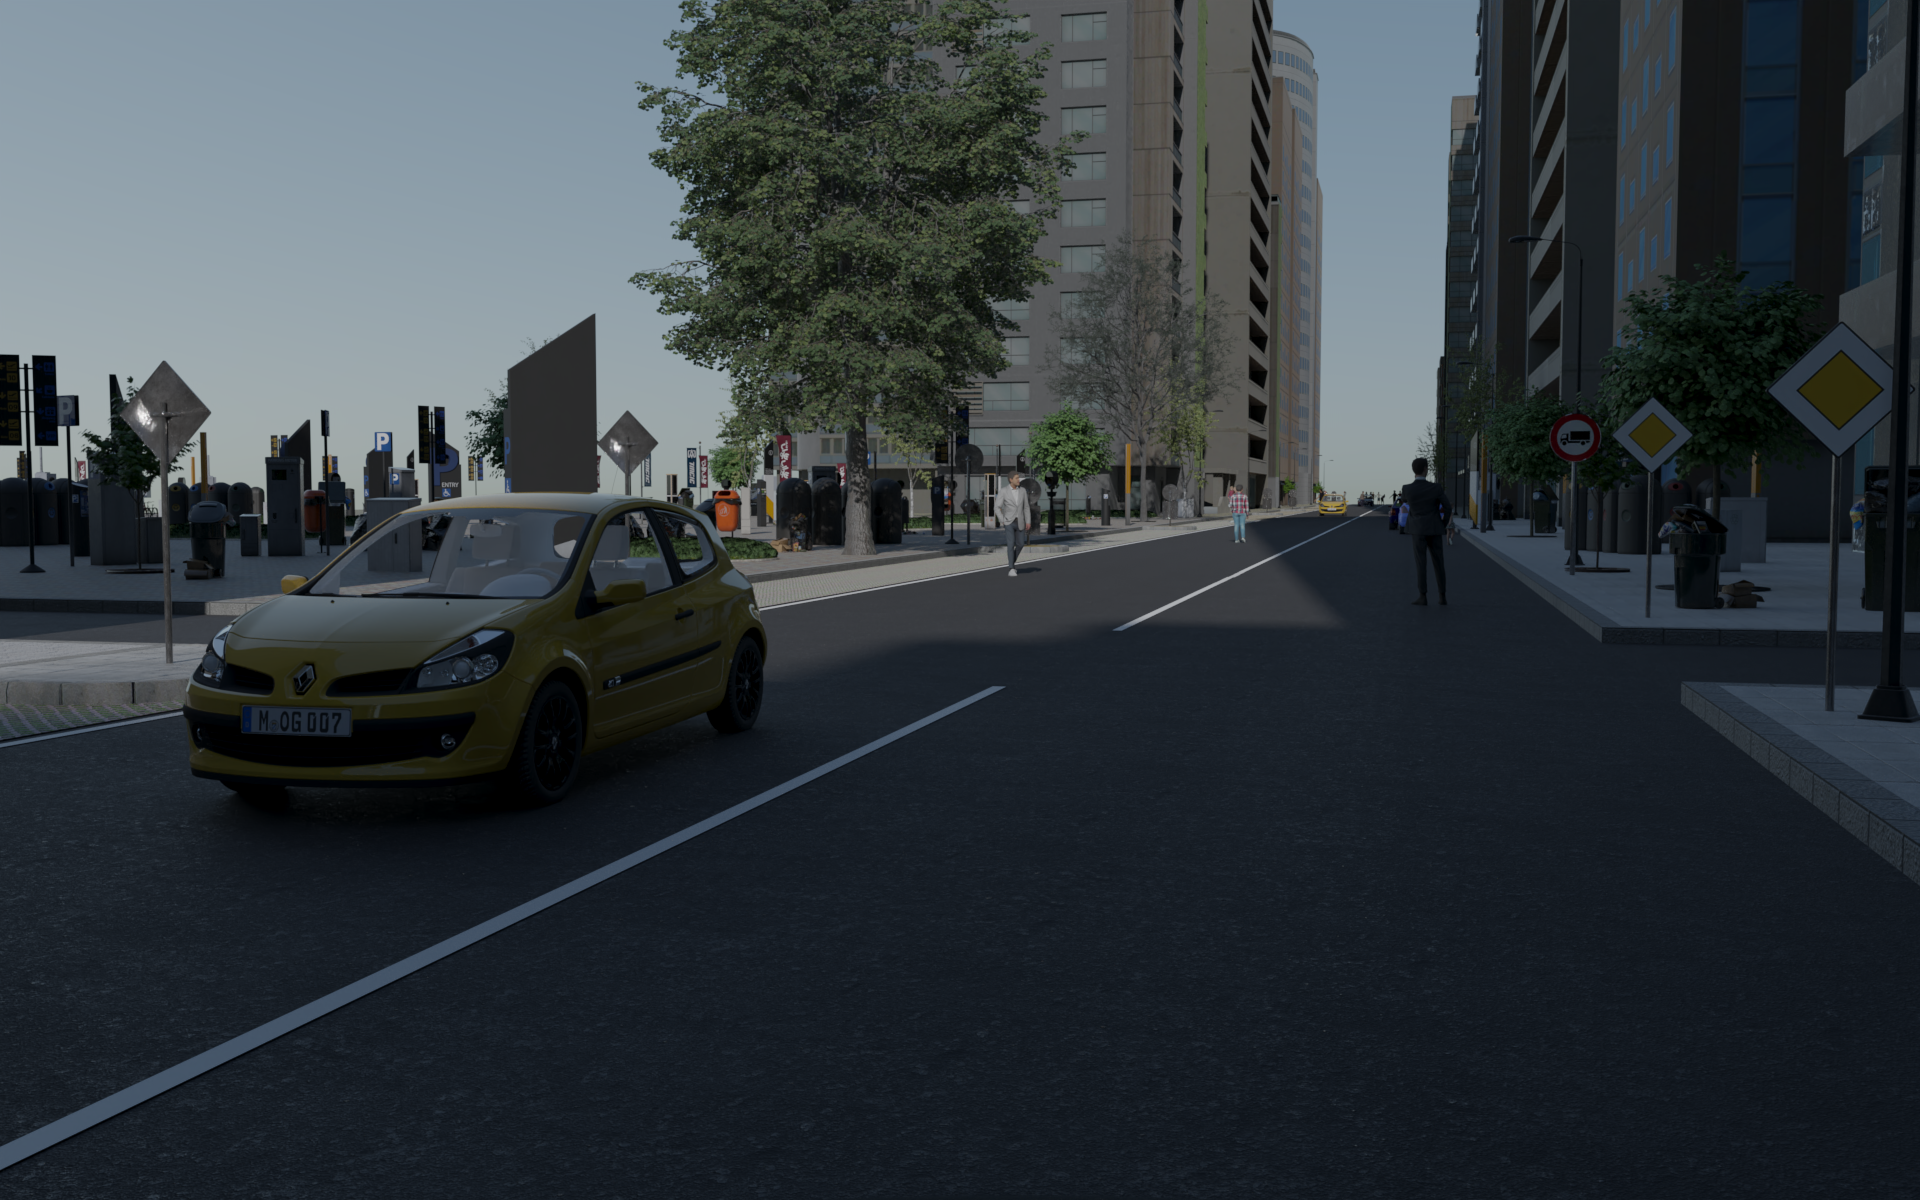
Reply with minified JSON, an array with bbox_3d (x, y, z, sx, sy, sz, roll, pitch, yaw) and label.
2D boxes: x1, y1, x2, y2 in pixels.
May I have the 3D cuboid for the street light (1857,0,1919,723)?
[{"bbox_3d":[4.788,-2.282,9.847,1.470,5.913,1.316,1,4,14],"label":"street light"}]

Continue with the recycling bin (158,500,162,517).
[{"bbox_3d":[-35.797,-4.029,78.420,0.722,1.027,0.722,-3,5,-43],"label":"recycling bin"}]

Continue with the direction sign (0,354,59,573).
[{"bbox_3d":[-15.166,-2.215,28.216,0.876,3.537,0.379,-1,4,-20],"label":"direction sign"}]

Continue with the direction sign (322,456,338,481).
[{"bbox_3d":[-37.335,-6.772,102.723,0.876,3.537,0.379,-2,4,-27],"label":"direction sign"}]

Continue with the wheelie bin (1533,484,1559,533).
[{"bbox_3d":[19.117,-2.981,56.647,0.693,1.594,0.980,3,5,42],"label":"wheelie bin"}]

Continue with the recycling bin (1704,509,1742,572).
[{"bbox_3d":[12.466,-0.994,28.800,0.722,1.027,0.722,-1,4,-21],"label":"recycling bin"}]

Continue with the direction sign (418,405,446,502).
[{"bbox_3d":[-13.576,-3.217,44.593,0.379,3.537,0.876,2,4,31],"label":"direction sign"}]

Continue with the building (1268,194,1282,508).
[{"bbox_3d":[22.369,-23.858,161.783,14.160,30.474,14.107,1,4,14],"label":"building"}]

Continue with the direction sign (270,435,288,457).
[{"bbox_3d":[-26.054,-4.549,66.376,0.876,3.537,0.379,2,4,26],"label":"direction sign"}]

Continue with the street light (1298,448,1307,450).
[{"bbox_3d":[34.489,-12.429,175.751,1.470,5.913,1.316,1,4,14],"label":"street light"}]

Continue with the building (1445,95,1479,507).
[{"bbox_3d":[57.777,-30.331,179.499,14.154,41.232,14.086,1,4,14],"label":"building"}]

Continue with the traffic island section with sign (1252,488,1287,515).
[{"bbox_3d":[20.784,-6.622,116.899,1.989,1.847,2.006,1,4,14],"label":"traffic island section with sign"}]

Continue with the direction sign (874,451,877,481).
[{"bbox_3d":[-4.477,-6.086,91.509,0.379,3.537,0.876,0,4,5],"label":"direction sign"}]

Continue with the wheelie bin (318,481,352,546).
[{"bbox_3d":[-15.741,-2.169,43.366,0.980,1.594,0.693,-1,4,-17],"label":"wheelie bin"}]

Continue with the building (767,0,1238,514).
[{"bbox_3d":[3.220,-26.383,123.246,32.217,40.220,23.993,1,4,14],"label":"building"}]

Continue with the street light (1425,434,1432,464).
[{"bbox_3d":[37.004,-9.896,134.343,1.470,5.913,1.316,1,4,14],"label":"street light"}]

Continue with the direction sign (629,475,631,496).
[{"bbox_3d":[-12.185,-4.403,63.986,0.379,3.537,0.876,0,3,0],"label":"direction sign"}]

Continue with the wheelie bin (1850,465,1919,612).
[{"bbox_3d":[10.324,-0.681,19.046,0.980,1.594,0.693,2,4,28],"label":"wheelie bin"}]

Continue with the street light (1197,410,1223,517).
[{"bbox_3d":[13.807,-7.528,95.625,1.470,5.913,1.316,1,4,14],"label":"street light"}]

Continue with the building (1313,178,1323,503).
[{"bbox_3d":[42.737,-36.104,240.410,14.600,45.320,14.200,1,4,14],"label":"building"}]

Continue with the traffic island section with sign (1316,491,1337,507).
[{"bbox_3d":[41.655,-11.563,197.688,1.989,1.847,2.006,1,4,14],"label":"traffic island section with sign"}]

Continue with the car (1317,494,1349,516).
[{"bbox_3d":[24.456,-6.315,113.481,2.015,1.641,3.980,1,4,15],"label":"car"}]

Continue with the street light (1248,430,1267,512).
[{"bbox_3d":[21.391,-9.326,125.024,1.470,5.913,1.316,1,4,14],"label":"street light"}]

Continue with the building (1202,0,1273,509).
[{"bbox_3d":[14.193,-31.802,143.667,21.300,48.544,21.600,1,4,14],"label":"building"}]

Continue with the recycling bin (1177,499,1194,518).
[{"bbox_3d":[12.159,-4.954,93.544,0.722,1.027,0.722,-1,4,-19],"label":"recycling bin"}]

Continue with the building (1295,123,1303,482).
[{"bbox_3d":[31.607,-33.548,198.621,14.600,45.320,14.200,1,4,14],"label":"building"}]

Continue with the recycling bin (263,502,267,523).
[{"bbox_3d":[-21.279,-2.548,54.218,0.722,1.027,0.722,2,4,30],"label":"recycling bin"}]

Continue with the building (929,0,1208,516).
[{"bbox_3d":[6.785,-25.621,102.491,14.154,41.232,14.086,1,4,14],"label":"building"}]

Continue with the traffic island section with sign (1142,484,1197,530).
[{"bbox_3d":[8.363,-3.680,68.799,1.989,1.847,2.006,1,4,14],"label":"traffic island section with sign"}]

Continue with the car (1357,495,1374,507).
[{"bbox_3d":[46.874,-11.464,200.016,1.945,1.354,3.894,1,4,16],"label":"car"}]

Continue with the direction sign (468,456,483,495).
[{"bbox_3d":[-28.721,-6.774,102.759,0.876,3.537,0.379,0,4,-2],"label":"direction sign"}]

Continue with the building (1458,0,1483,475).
[{"bbox_3d":[54.503,-32.090,144.285,23.786,49.044,30.456,1,4,14],"label":"building"}]

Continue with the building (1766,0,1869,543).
[{"bbox_3d":[27.207,-24.432,49.570,14.600,45.320,14.200,1,4,14],"label":"building"}]

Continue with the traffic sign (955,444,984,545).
[{"bbox_3d":[0.217,-2.675,43.850,0.768,2.556,0.104,1,4,17],"label":"traffic sign"}]

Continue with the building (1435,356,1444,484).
[{"bbox_3d":[77.072,-23.395,227.539,27.650,21.520,28.899,1,4,14],"label":"building"}]

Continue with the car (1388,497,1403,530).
[{"bbox_3d":[18.409,-3.545,70.538,1.945,1.354,3.894,1,4,16],"label":"car"}]

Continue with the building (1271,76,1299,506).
[{"bbox_3d":[27.639,-32.671,184.288,14.600,45.320,14.200,1,4,14],"label":"building"}]

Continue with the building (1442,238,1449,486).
[{"bbox_3d":[61.579,-25.863,194.568,14.160,30.474,14.107,1,4,14],"label":"building"}]

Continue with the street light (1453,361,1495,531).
[{"bbox_3d":[18.039,-5.386,60.602,1.470,5.913,1.316,1,4,14],"label":"street light"}]

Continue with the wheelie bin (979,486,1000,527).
[{"bbox_3d":[1.146,-3.582,66.468,0.693,1.594,0.980,-2,4,-34],"label":"wheelie bin"}]

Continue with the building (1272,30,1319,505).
[{"bbox_3d":[33.832,-41.495,220.439,21.231,58.520,28.212,1,4,14],"label":"building"}]

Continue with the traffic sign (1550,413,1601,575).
[{"bbox_3d":[9.689,-1.665,27.330,0.768,2.556,0.104,1,4,16],"label":"traffic sign"}]

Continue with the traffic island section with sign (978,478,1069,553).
[{"bbox_3d":[1.629,-2.084,42.695,1.989,1.847,2.006,1,4,14],"label":"traffic island section with sign"}]

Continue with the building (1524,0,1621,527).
[{"bbox_3d":[36.357,-27.530,73.815,21.300,48.544,21.600,1,4,14],"label":"building"}]

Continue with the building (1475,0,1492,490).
[{"bbox_3d":[45.841,-35.106,115.988,21.231,58.520,28.212,1,4,14],"label":"building"}]

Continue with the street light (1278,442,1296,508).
[{"bbox_3d":[29.054,-11.127,154.474,1.470,5.913,1.316,1,4,14],"label":"street light"}]

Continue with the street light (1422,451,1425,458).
[{"bbox_3d":[44.894,-11.740,164.491,1.470,5.913,1.316,1,4,14],"label":"street light"}]

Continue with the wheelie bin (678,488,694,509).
[{"bbox_3d":[-13.941,-4.913,88.234,0.693,1.594,0.980,2,4,34],"label":"wheelie bin"}]

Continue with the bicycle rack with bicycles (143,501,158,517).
[{"bbox_3d":[-40.410,-4.365,84.754,2.852,0.926,2.925,1,4,18],"label":"bicycle rack with bicycles"}]

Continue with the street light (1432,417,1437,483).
[{"bbox_3d":[29.302,-8.050,104.165,1.470,5.913,1.316,1,4,14],"label":"street light"}]

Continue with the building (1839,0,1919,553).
[{"bbox_3d":[29.864,-24.771,24.611,30.456,49.044,23.786,1,4,14],"label":"building"}]

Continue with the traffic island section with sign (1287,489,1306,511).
[{"bbox_3d":[27.527,-8.219,143.000,1.989,1.847,2.006,1,4,14],"label":"traffic island section with sign"}]

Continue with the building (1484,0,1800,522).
[{"bbox_3d":[36.916,-27.283,96.187,14.600,45.320,14.200,1,4,14],"label":"building"}]

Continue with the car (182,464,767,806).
[{"bbox_3d":[-2.403,0.055,9.320,2.015,1.641,3.980,1,4,13],"label":"car"}]

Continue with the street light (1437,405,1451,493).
[{"bbox_3d":[25.838,-7.218,90.550,1.470,5.913,1.316,1,4,14],"label":"street light"}]

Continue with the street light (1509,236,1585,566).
[{"bbox_3d":[10.557,-3.586,31.177,1.470,5.913,1.316,1,4,14],"label":"street light"}]

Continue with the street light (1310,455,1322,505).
[{"bbox_3d":[42.287,-14.262,205.732,1.470,5.913,1.316,1,4,14],"label":"street light"}]

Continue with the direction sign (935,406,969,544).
[{"bbox_3d":[-0.205,-3.209,44.456,0.876,3.537,0.379,0,3,0],"label":"direction sign"}]

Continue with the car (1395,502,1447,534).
[{"bbox_3d":[16.818,-3.263,62.938,1.945,1.707,3.694,1,4,14],"label":"car"}]
